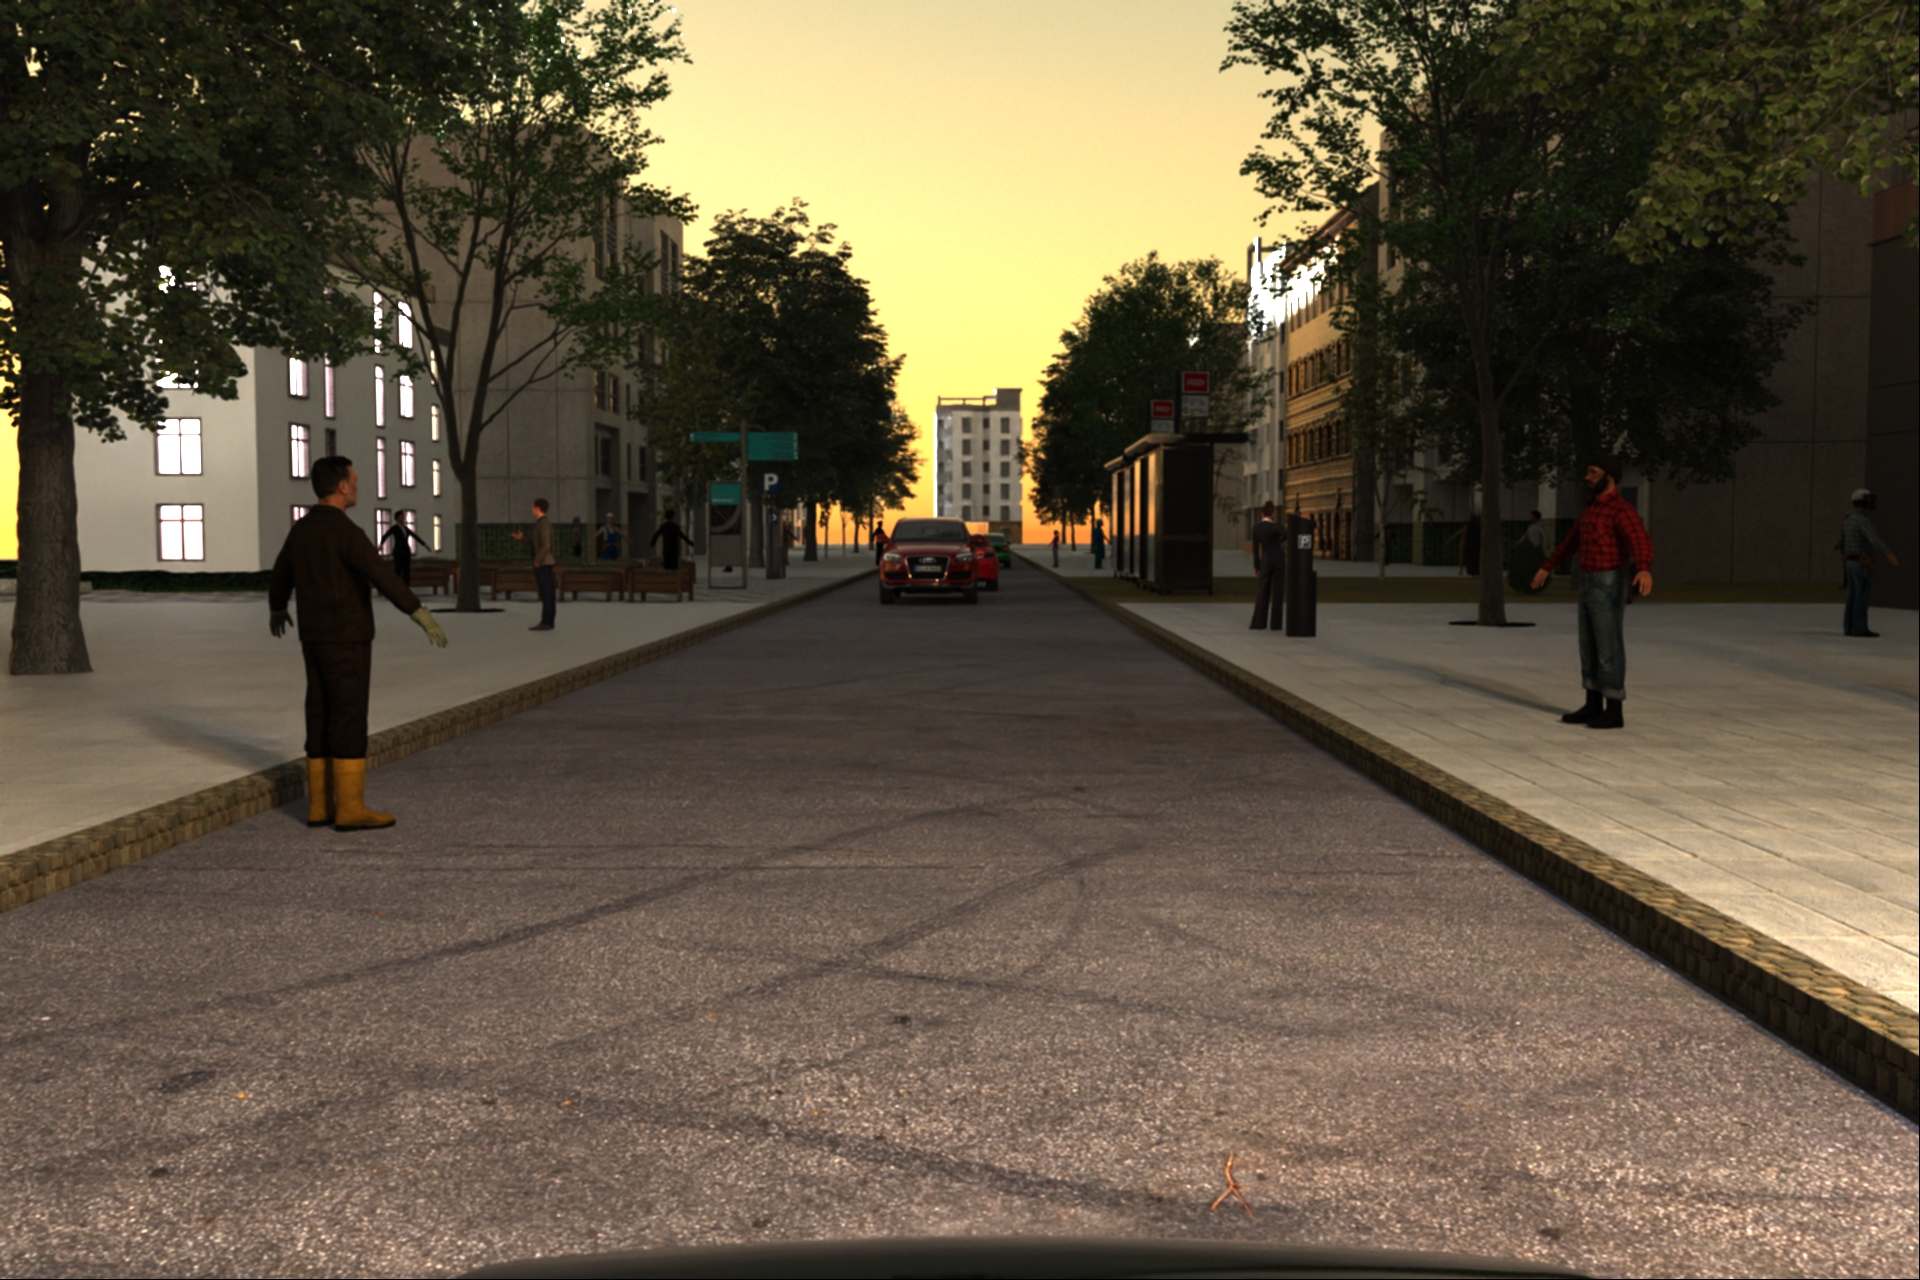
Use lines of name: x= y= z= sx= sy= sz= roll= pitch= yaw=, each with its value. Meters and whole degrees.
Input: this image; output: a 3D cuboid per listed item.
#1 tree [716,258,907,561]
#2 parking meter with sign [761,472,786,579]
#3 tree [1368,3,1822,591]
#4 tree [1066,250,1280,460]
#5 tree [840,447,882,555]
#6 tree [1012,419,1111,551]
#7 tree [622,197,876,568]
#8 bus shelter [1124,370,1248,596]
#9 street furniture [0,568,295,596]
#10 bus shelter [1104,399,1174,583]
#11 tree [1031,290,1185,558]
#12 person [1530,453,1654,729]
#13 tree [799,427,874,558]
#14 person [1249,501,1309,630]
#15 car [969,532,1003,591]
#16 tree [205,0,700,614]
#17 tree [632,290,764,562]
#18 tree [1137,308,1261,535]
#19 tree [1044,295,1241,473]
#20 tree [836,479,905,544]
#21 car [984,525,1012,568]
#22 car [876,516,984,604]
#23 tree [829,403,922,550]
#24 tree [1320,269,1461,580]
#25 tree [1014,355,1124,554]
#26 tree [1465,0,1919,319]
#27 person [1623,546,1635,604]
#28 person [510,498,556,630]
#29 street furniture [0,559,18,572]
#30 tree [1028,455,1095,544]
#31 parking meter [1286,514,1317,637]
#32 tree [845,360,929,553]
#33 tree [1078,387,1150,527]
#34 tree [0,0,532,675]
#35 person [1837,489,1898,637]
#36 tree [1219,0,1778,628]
tree: x=-7.070 y=-10.714 z=81.826 sx=9.857 sy=13.997 sz=8.962 roll=0 pitch=3 yaw=0
parking meter with sign: x=-5.317 y=-3.277 z=49.835 sx=0.543 sy=3.016 sz=1.738 roll=0 pitch=4 yaw=2
tree: x=14.157 y=-8.105 z=39.164 sx=9.857 sy=13.997 sz=8.962 roll=0 pitch=3 yaw=0
tree: x=7.672 y=-8.357 z=62.386 sx=9.928 sy=11.665 sz=9.643 roll=0 pitch=3 yaw=0
tree: x=-6.906 y=-9.460 z=105.030 sx=4.737 sy=8.622 sz=4.395 roll=0 pitch=3 yaw=0
tree: x=8.353 y=-11.967 z=130.067 sx=8.767 sy=10.594 sz=7.601 roll=-3 pitch=5 yaw=-43
tree: x=-7.882 y=-9.733 z=65.783 sx=9.857 sy=13.997 sz=8.962 roll=0 pitch=3 yaw=0
bus shelter: x=5.015 y=-3.823 z=40.146 sx=2.179 sy=5.291 sz=8.768 roll=0 pitch=4 yaw=1
street furniture: x=-18.931 y=-1.419 z=38.820 sx=10.072 sy=0.657 sz=5.734 roll=-1 pitch=4 yaw=-23
bus shelter: x=5.311 y=-4.379 z=49.223 sx=2.179 sy=5.291 sz=8.768 roll=0 pitch=4 yaw=0
tree: x=8.446 y=-11.356 z=92.326 sx=9.857 sy=13.997 sz=8.962 roll=0 pitch=3 yaw=0
person: x=4.252 y=-0.333 z=11.550 sx=0.704 sy=1.816 sz=1.345 roll=-1 pitch=4 yaw=-11
tree: x=-6.887 y=-8.646 z=91.716 sx=4.737 sy=8.622 sz=4.395 roll=0 pitch=3 yaw=0
person: x=4.274 y=-1.000 z=23.200 sx=0.742 sy=1.727 sz=0.445 roll=0 pitch=4 yaw=-2
car: x=0.057 y=-2.204 z=45.083 sx=2.155 sy=1.783 sz=4.494 roll=0 pitch=4 yaw=-1
tree: x=-8.095 y=-6.255 z=28.032 sx=9.928 sy=11.665 sz=9.643 roll=0 pitch=3 yaw=0
tree: x=-8.196 y=-6.295 z=53.283 sx=4.737 sy=8.622 sz=4.395 roll=0 pitch=3 yaw=0
tree: x=7.867 y=-6.493 z=56.521 sx=4.360 sy=8.622 sz=3.978 roll=0 pitch=3 yaw=0
tree: x=7.489 y=-8.937 z=71.878 sx=9.928 sy=11.665 sz=9.643 roll=0 pitch=3 yaw=0
tree: x=-11.848 y=-19.327 z=226.370 sx=12.009 sy=13.543 sz=11.850 roll=0 pitch=3 yaw=0
car: x=1.253 y=-3.977 z=73.819 sx=1.959 sy=1.807 sz=4.718 roll=0 pitch=4 yaw=1
car: x=-0.633 y=-1.745 z=37.207 sx=2.281 sy=1.827 sz=5.304 roll=0 pitch=4 yaw=0
tree: x=-6.863 y=-13.264 z=134.996 sx=7.486 sy=12.596 sz=7.792 roll=0 pitch=3 yaw=0
tree: x=11.868 y=-5.979 z=48.124 sx=4.737 sy=8.622 sz=4.395 roll=0 pitch=3 yaw=0
tree: x=8.582 y=-12.311 z=111.662 sx=12.009 sy=13.543 sz=11.850 roll=0 pitch=3 yaw=0
tree: x=6.704 y=-5.647 z=10.460 sx=7.486 sy=12.596 sz=7.792 roll=0 pitch=3 yaw=0
person: x=12.093 y=-1.536 z=31.710 sx=0.434 sy=1.755 sz=0.990 roll=0 pitch=4 yaw=-3
person: x=-5.758 y=-1.020 z=23.244 sx=0.750 sy=1.759 sz=0.617 roll=0 pitch=4 yaw=6
street furniture: x=-31.441 y=-2.194 z=51.506 sx=5.734 sy=0.657 sz=10.072 roll=0 pitch=4 yaw=-1
tree: x=13.642 y=-19.502 z=225.505 sx=9.857 sy=13.997 sz=8.962 roll=0 pitch=3 yaw=0
parking meter: x=4.274 y=-0.811 z=21.670 sx=0.372 sy=1.533 sz=0.369 roll=0 pitch=3 yaw=0
tree: x=-6.926 y=-12.668 z=117.497 sx=12.009 sy=13.543 sz=11.850 roll=0 pitch=3 yaw=0
tree: x=7.689 y=-7.947 z=80.290 sx=4.360 sy=8.622 sz=3.978 roll=0 pitch=3 yaw=0
tree: x=-8.561 y=-6.669 z=15.695 sx=9.857 sy=13.997 sz=8.962 roll=0 pitch=3 yaw=0
person: x=11.305 y=-0.970 z=21.694 sx=0.704 sy=1.849 sz=1.345 roll=0 pitch=4 yaw=2
tree: x=7.350 y=-6.012 z=24.053 sx=9.928 sy=11.665 sz=9.643 roll=0 pitch=3 yaw=0
